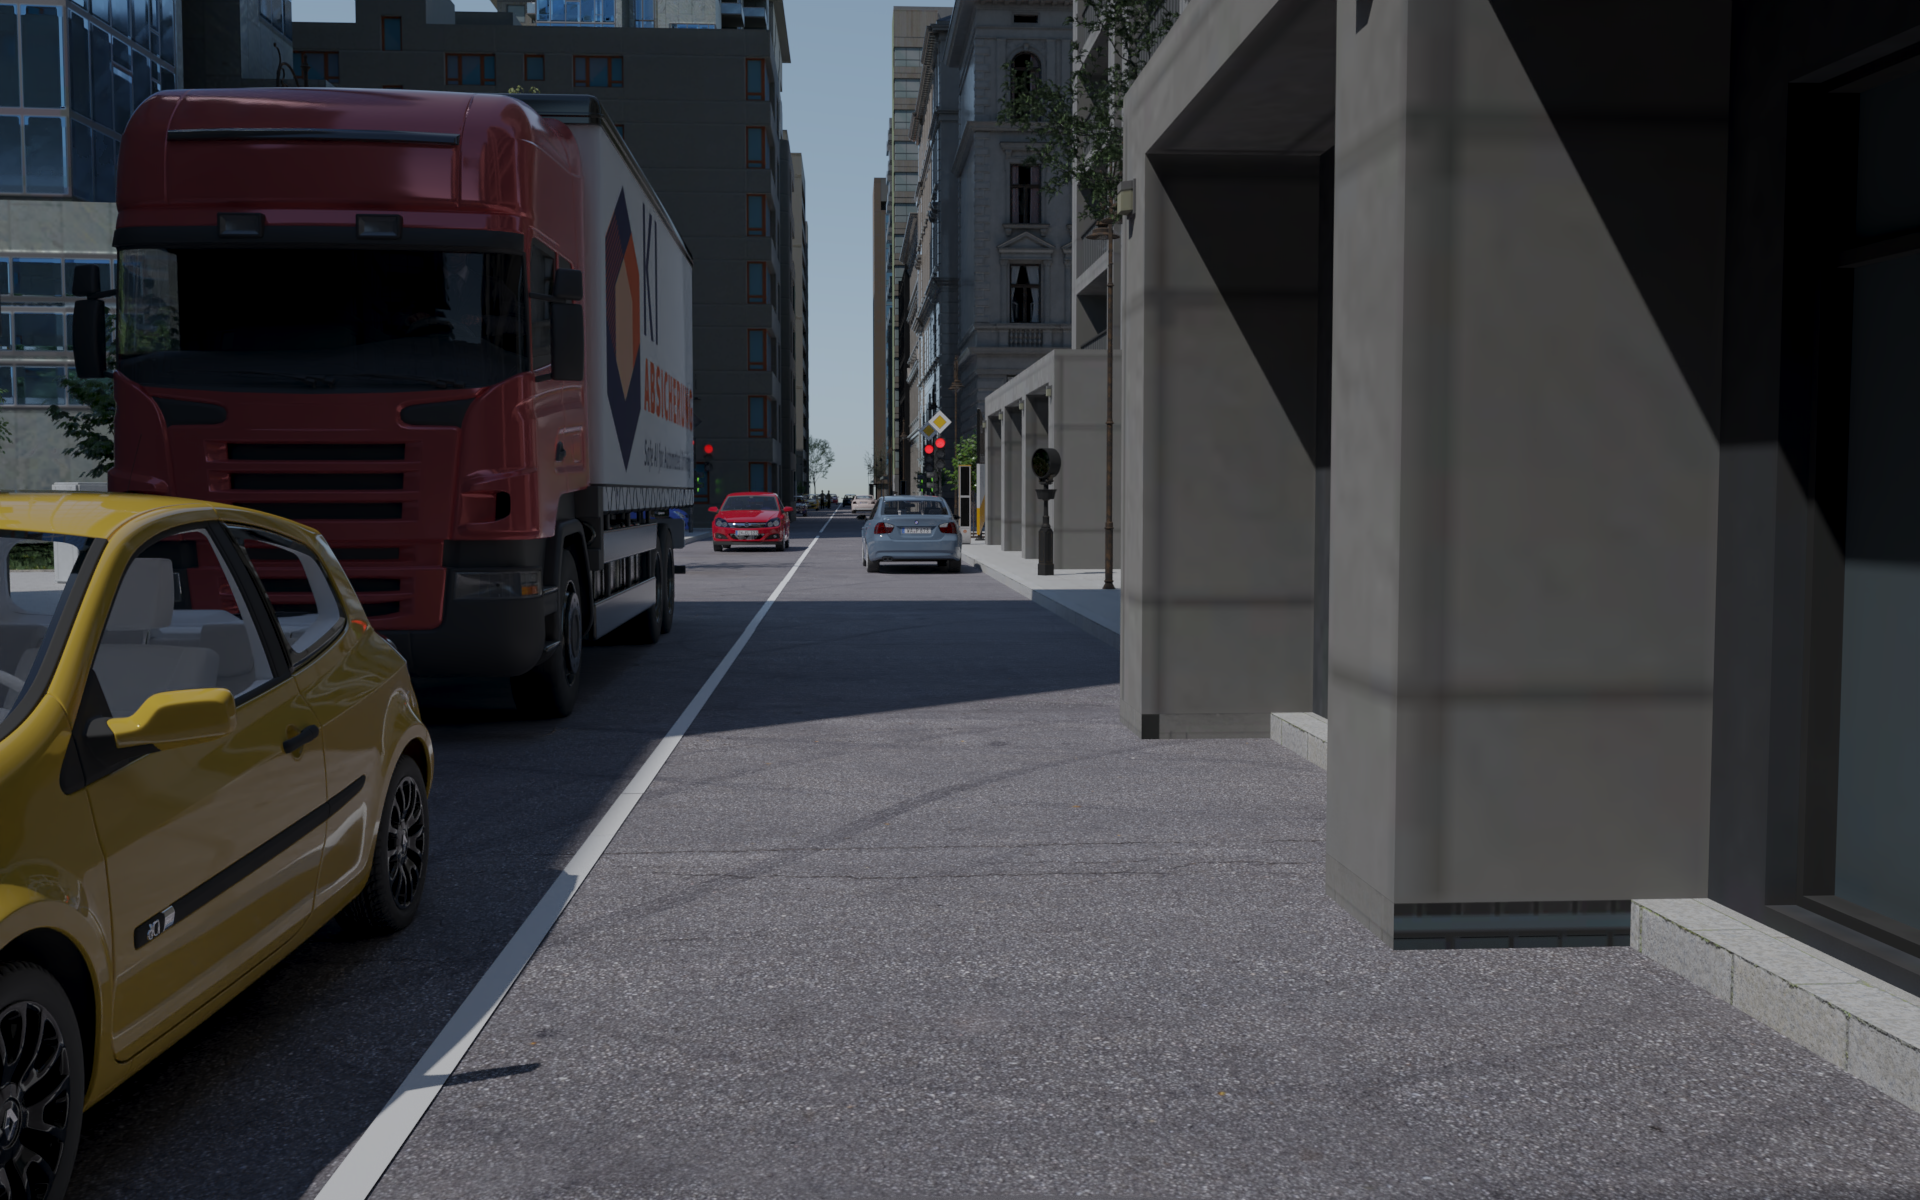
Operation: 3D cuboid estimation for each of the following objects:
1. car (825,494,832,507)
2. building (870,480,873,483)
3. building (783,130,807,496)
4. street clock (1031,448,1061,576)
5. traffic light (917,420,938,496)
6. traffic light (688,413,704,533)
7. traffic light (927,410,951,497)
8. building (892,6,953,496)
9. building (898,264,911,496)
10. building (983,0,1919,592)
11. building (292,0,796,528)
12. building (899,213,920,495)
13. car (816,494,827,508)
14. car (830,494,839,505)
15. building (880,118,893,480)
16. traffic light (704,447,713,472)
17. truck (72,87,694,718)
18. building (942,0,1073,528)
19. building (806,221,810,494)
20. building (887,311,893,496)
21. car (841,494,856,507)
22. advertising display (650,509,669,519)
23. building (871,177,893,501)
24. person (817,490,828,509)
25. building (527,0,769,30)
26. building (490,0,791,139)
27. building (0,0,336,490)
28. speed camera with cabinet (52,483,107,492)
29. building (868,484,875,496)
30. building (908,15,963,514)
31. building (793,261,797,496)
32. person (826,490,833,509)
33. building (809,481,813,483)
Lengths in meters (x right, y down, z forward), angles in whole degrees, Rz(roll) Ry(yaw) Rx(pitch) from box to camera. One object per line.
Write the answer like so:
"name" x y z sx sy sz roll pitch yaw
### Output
"car" -15.313 -11.213 193.552 2.015 1.641 3.980 0 4 -5
"building" -1.658 -39.256 261.441 23.786 49.044 30.456 0 4 -4
"building" -31.642 -37.281 233.244 21.300 48.544 21.600 0 4 -4
"street clock" 1.353 -1.387 27.250 0.358 2.002 0.471 -3 4 -37
"traffic light" -1.211 -4.716 66.034 0.839 4.253 0.868 0 4 -4
"traffic light" -8.940 -4.196 57.520 0.839 4.253 0.868 0 4 -4
"traffic light" -0.696 -4.229 58.066 0.839 4.253 0.868 0 4 -4
"building" 1.130 -28.516 149.831 14.154 41.232 14.086 0 4 -4
"building" 1.634 -18.595 133.713 12.332 23.373 15.834 0 4 -4
"building" 11.479 -36.342 32.447 20.563 71.187 20.611 0 4 -4
"building" -21.782 -14.268 78.320 27.650 21.520 28.899 0 4 -4
"building" 2.087 -17.052 114.957 11.583 22.565 21.152 0 4 -4
"car" -14.880 -10.586 183.309 2.015 1.641 3.980 0 4 -4
"car" -17.249 -13.661 232.392 2.155 1.783 4.494 0 4 -2
"building" 2.707 -35.616 201.934 23.786 49.044 30.456 0 4 -4
"traffic light" -9.454 -4.683 65.489 0.839 4.253 0.868 0 4 -4
"truck" -3.900 -1.559 14.405 2.839 4.237 11.283 0 4 -4
"building" 9.518 -14.807 70.973 19.941 23.489 11.050 0 4 -4
"building" -29.168 -34.751 251.775 14.154 41.232 14.086 0 4 -4
"building" 6.902 -20.038 172.658 27.650 21.520 28.899 0 4 -4
"car" -11.951 -10.948 188.793 2.009 1.686 4.222 0 4 -4
"advertising display" -8.916 -2.828 51.454 0.123 1.923 0.974 1 4 18
"building" -5.007 -36.018 239.007 14.600 45.320 14.200 0 4 -4
"person" -13.010 -9.475 163.433 1.348 1.823 0.705 2 4 26
"building" -26.723 -51.436 153.646 22.319 86.520 31.000 0 4 -4
"building" -32.580 -36.366 183.826 28.713 52.752 27.495 0 4 -4
"building" -32.021 -44.827 45.596 31.000 86.520 22.319 0 4 -4
"speed camera with cabinet" -12.279 -1.907 25.512 0.660 3.252 2.038 2 4 27
"building" 0.858 -36.527 289.102 32.217 40.220 23.993 0 4 -4
"building" 3.917 -17.987 91.349 12.463 27.353 25.104 0 4 -4
"building" -26.745 -26.554 205.851 14.160 30.474 14.107 0 4 -4
"person" -12.726 -9.770 168.332 0.705 1.812 1.348 -2 4 -33
"building" -35.469 -40.034 274.167 23.786 49.044 30.456 0 4 -4
